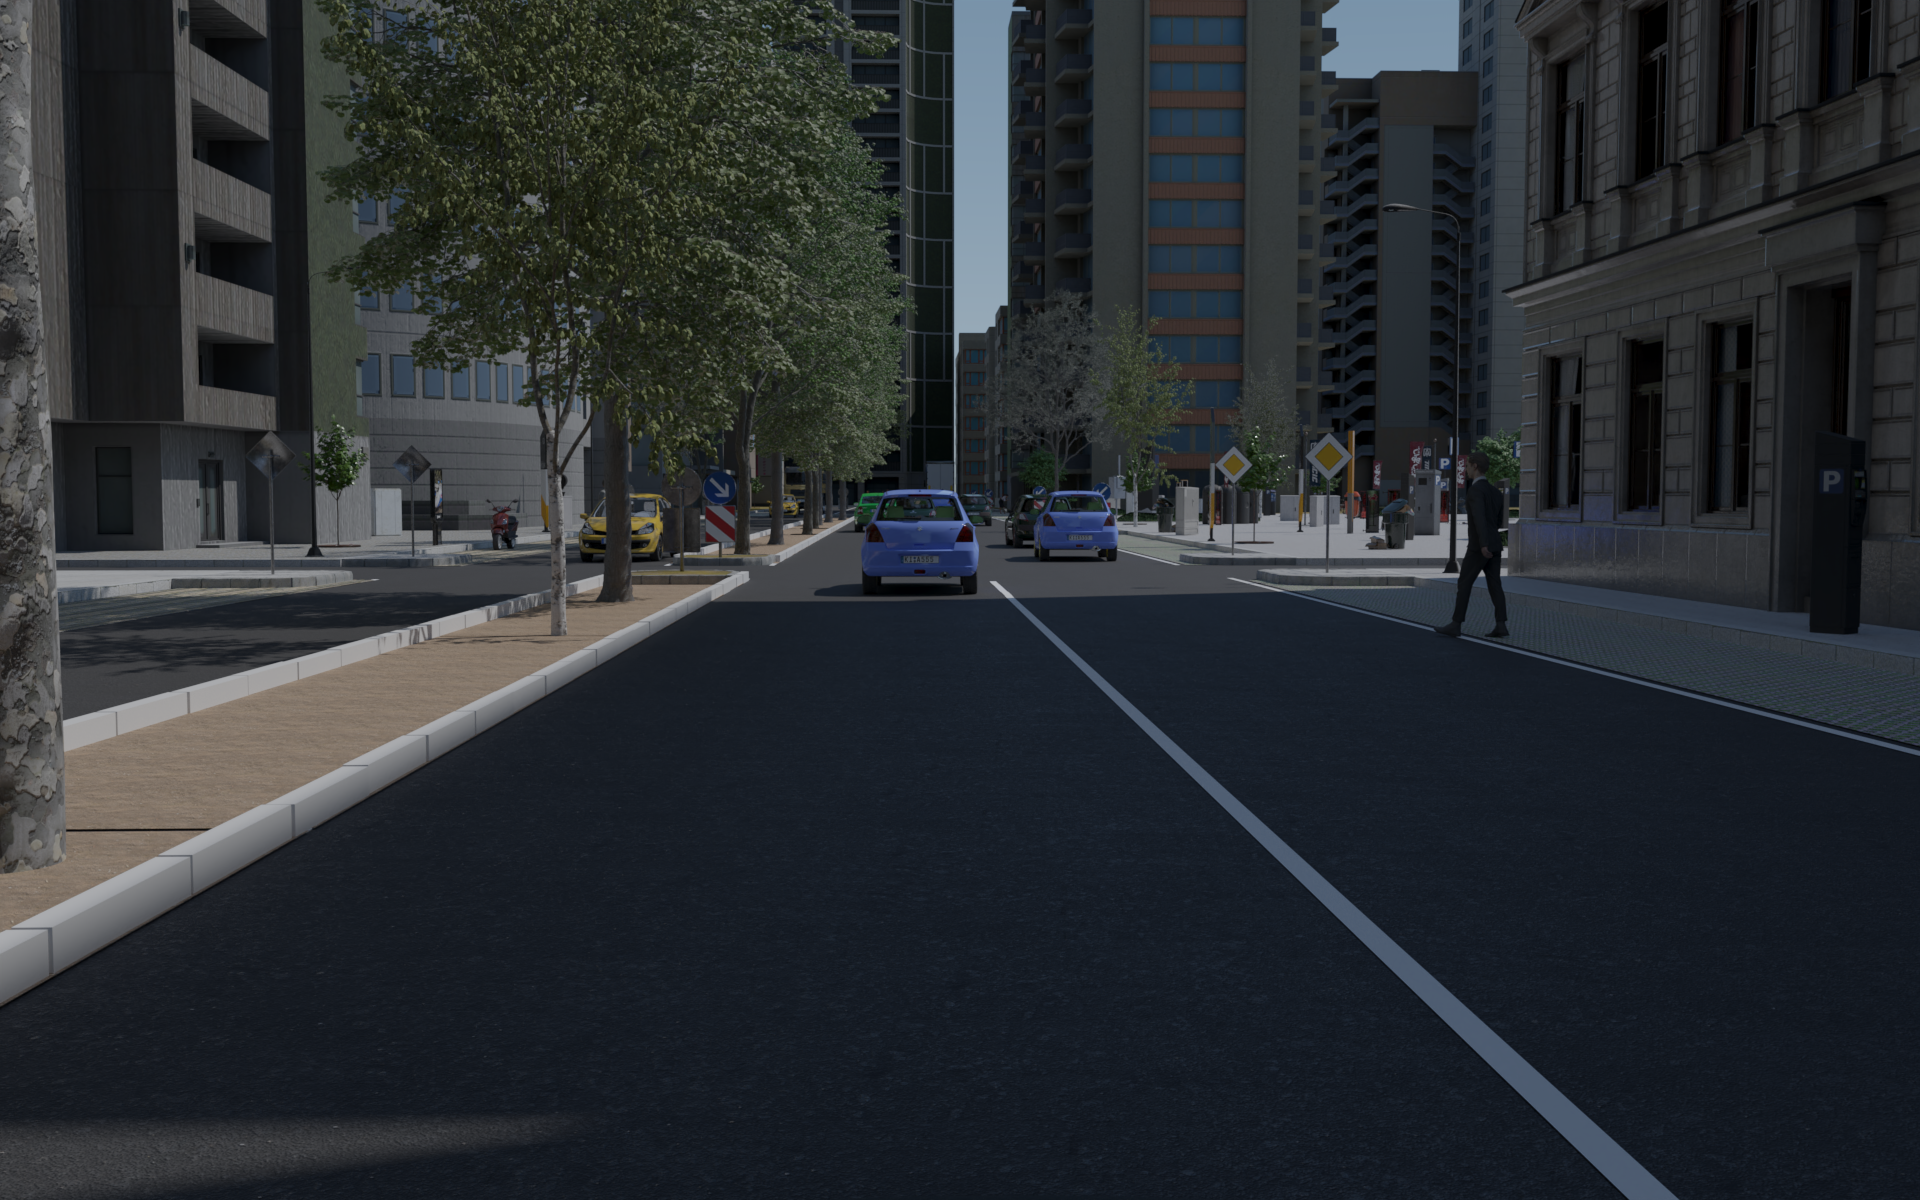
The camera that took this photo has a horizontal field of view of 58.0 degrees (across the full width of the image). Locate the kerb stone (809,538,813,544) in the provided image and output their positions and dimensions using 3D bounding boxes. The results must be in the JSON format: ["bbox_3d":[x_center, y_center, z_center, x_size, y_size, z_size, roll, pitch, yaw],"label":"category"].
[{"bbox_3d":[-4.248,-1.591,48.200,0.120,0.150,1.000,0,4,-2],"label":"kerb stone"}]

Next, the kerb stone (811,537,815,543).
[{"bbox_3d":[-4.290,-1.651,49.227,0.120,0.150,1.000,0,4,-2],"label":"kerb stone"}]

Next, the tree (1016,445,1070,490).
[{"bbox_3d":[5.490,-7.916,113.146,4.285,4.588,4.351,0,3,0],"label":"tree"}]

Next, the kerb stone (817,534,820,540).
[{"bbox_3d":[-4.399,-1.834,52.306,0.120,0.150,1.000,0,4,-2],"label":"kerb stone"}]

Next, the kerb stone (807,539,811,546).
[{"bbox_3d":[-4.219,-1.528,47.174,0.120,0.150,1.000,0,4,-2],"label":"kerb stone"}]

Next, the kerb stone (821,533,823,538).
[{"bbox_3d":[-4.471,-1.962,54.351,0.120,0.150,1.000,0,4,-2],"label":"kerb stone"}]

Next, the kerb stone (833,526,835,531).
[{"bbox_3d":[-4.824,-2.589,64.586,0.120,0.150,1.000,0,4,-2],"label":"kerb stone"}]

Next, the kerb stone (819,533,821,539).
[{"bbox_3d":[-4.426,-1.904,53.330,0.120,0.150,1.000,0,4,-2],"label":"kerb stone"}]

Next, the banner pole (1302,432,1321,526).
[{"bbox_3d":[14.194,-4.893,70.019,0.863,3.779,0.401,2,4,30],"label":"banner pole"}]

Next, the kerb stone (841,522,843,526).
[{"bbox_3d":[-5.114,-3.094,72.777,0.120,0.150,1.000,0,4,-2],"label":"kerb stone"}]

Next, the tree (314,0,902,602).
[{"bbox_3d":[-4.669,-6.266,23.042,7.486,12.596,7.792,0,3,0],"label":"tree"}]

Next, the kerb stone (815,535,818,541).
[{"bbox_3d":[-4.359,-1.779,51.284,0.120,0.150,1.000,0,4,-2],"label":"kerb stone"}]

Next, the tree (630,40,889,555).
[{"bbox_3d":[-4.902,-6.806,39.491,9.928,11.665,9.643,0,3,0],"label":"tree"}]

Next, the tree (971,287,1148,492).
[{"bbox_3d":[5.788,-11.700,101.660,12.009,13.543,11.850,0,3,0],"label":"tree"}]

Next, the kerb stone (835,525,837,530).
[{"bbox_3d":[-4.892,-2.718,66.629,0.120,0.150,1.000,0,4,-2],"label":"kerb stone"}]

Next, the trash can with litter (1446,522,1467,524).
[{"bbox_3d":[21.856,-3.858,74.136,2.233,1.210,1.678,0,4,1],"label":"trash can with litter"}]

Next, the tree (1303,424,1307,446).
[{"bbox_3d":[19.632,-9.749,109.759,4.360,8.622,3.978,0,3,0],"label":"tree"}]

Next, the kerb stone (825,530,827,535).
[{"bbox_3d":[-4.571,-2.155,57.425,0.120,0.150,1.000,0,4,-2],"label":"kerb stone"}]

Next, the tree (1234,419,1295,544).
[{"bbox_3d":[7.581,-3.067,44.743,1.663,3.219,1.824,0,3,0],"label":"tree"}]

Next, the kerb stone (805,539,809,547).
[{"bbox_3d":[-4.182,-1.465,46.147,0.120,0.150,1.000,0,4,-2],"label":"kerb stone"}]

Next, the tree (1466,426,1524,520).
[{"bbox_3d":[26.566,-6.204,85.142,4.285,4.588,4.351,0,3,0],"label":"tree"}]

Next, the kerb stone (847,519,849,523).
[{"bbox_3d":[-5.403,-3.597,81.005,0.120,0.150,1.000,0,4,-2],"label":"kerb stone"}]

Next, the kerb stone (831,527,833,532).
[{"bbox_3d":[-4.756,-2.468,62.542,0.120,0.150,1.000,0,4,-2],"label":"kerb stone"}]

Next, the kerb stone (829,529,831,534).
[{"bbox_3d":[-4.688,-2.340,60.499,0.120,0.150,1.000,0,4,-2],"label":"kerb stone"}]

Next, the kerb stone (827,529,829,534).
[{"bbox_3d":[-4.650,-2.280,59.475,0.120,0.150,1.000,0,4,-2],"label":"kerb stone"}]

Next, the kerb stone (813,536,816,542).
[{"bbox_3d":[-4.326,-1.713,50.249,0.120,0.150,1.000,0,4,-2],"label":"kerb stone"}]

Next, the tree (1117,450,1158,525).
[{"bbox_3d":[7.226,-4.763,72.473,1.663,3.219,1.824,0,3,0],"label":"tree"}]

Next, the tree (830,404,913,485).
[{"bbox_3d":[-6.956,-10.140,102.666,8.767,10.594,7.601,0,4,-2],"label":"tree"}]

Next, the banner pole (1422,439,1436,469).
[{"bbox_3d":[21.404,-5.436,78.903,0.401,3.779,0.863,-3,5,-44],"label":"banner pole"}]

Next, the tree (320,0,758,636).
[{"bbox_3d":[-3.999,-3.924,16.982,4.737,8.622,4.395,0,3,0],"label":"tree"}]

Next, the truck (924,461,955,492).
[{"bbox_3d":[-1.801,-10.054,153.301,2.839,4.237,11.283,0,4,-1],"label":"truck"}]

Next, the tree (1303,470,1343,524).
[{"bbox_3d":[15.551,-4.894,74.614,1.663,3.219,1.824,0,3,0],"label":"tree"}]

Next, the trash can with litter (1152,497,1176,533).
[{"bbox_3d":[6.968,-2.835,57.746,1.055,1.170,0.624,-3,5,-40],"label":"trash can with litter"}]

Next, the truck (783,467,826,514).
[{"bbox_3d":[-11.215,-7.892,124.962,3.469,3.379,9.791,0,4,-2],"label":"truck"}]

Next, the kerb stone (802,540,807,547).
[{"bbox_3d":[-4.142,-1.402,45.116,0.120,0.150,1.000,0,4,-2],"label":"kerb stone"}]

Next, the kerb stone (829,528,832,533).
[{"bbox_3d":[-4.713,-2.405,61.521,0.120,0.150,1.000,0,4,-2],"label":"kerb stone"}]

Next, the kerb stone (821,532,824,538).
[{"bbox_3d":[-4.507,-2.015,55.380,0.120,0.150,1.000,0,4,-2],"label":"kerb stone"}]

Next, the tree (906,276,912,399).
[{"bbox_3d":[-5.281,-7.844,48.837,7.486,12.596,7.792,0,3,0],"label":"tree"}]

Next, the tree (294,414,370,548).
[{"bbox_3d":[-15.149,-2.881,41.712,1.663,3.219,1.824,0,3,0],"label":"tree"}]

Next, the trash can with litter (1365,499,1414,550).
[{"bbox_3d":[9.936,-1.755,40.084,1.055,1.170,0.624,-2,4,-31],"label":"trash can with litter"}]

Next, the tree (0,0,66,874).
[{"bbox_3d":[-4.920,-9.084,6.869,12.611,20.169,13.585,0,3,0],"label":"tree"}]

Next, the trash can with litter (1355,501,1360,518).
[{"bbox_3d":[21.475,-5.002,93.164,0.624,1.170,1.055,-3,5,-41],"label":"trash can with litter"}]

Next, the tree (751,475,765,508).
[{"bbox_3d":[-18.484,-9.923,156.835,1.663,3.219,1.824,0,3,0],"label":"tree"}]

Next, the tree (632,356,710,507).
[{"bbox_3d":[-15.495,-8.758,93.556,4.360,8.622,3.978,0,3,0],"label":"tree"}]

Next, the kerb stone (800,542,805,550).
[{"bbox_3d":[-4.111,-1.336,44.090,0.120,0.150,1.000,0,4,-2],"label":"kerb stone"}]

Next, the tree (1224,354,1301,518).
[{"bbox_3d":[16.025,-8.676,92.208,4.360,8.622,3.978,0,3,0],"label":"tree"}]

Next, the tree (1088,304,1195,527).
[{"bbox_3d":[6.859,-7.127,66.884,4.737,8.622,4.395,0,3,0],"label":"tree"}]

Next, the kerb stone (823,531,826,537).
[{"bbox_3d":[-4.539,-2.092,56.404,0.120,0.150,1.000,0,4,-2],"label":"kerb stone"}]

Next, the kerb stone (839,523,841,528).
[{"bbox_3d":[-5.036,-2.969,70.733,0.120,0.150,1.000,0,4,-2],"label":"kerb stone"}]

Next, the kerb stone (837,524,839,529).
[{"bbox_3d":[-4.973,-2.844,68.689,0.120,0.150,1.000,0,4,-2],"label":"kerb stone"}]

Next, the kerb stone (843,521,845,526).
[{"bbox_3d":[-5.221,-3.281,75.860,0.120,0.150,1.000,0,4,-2],"label":"kerb stone"}]
